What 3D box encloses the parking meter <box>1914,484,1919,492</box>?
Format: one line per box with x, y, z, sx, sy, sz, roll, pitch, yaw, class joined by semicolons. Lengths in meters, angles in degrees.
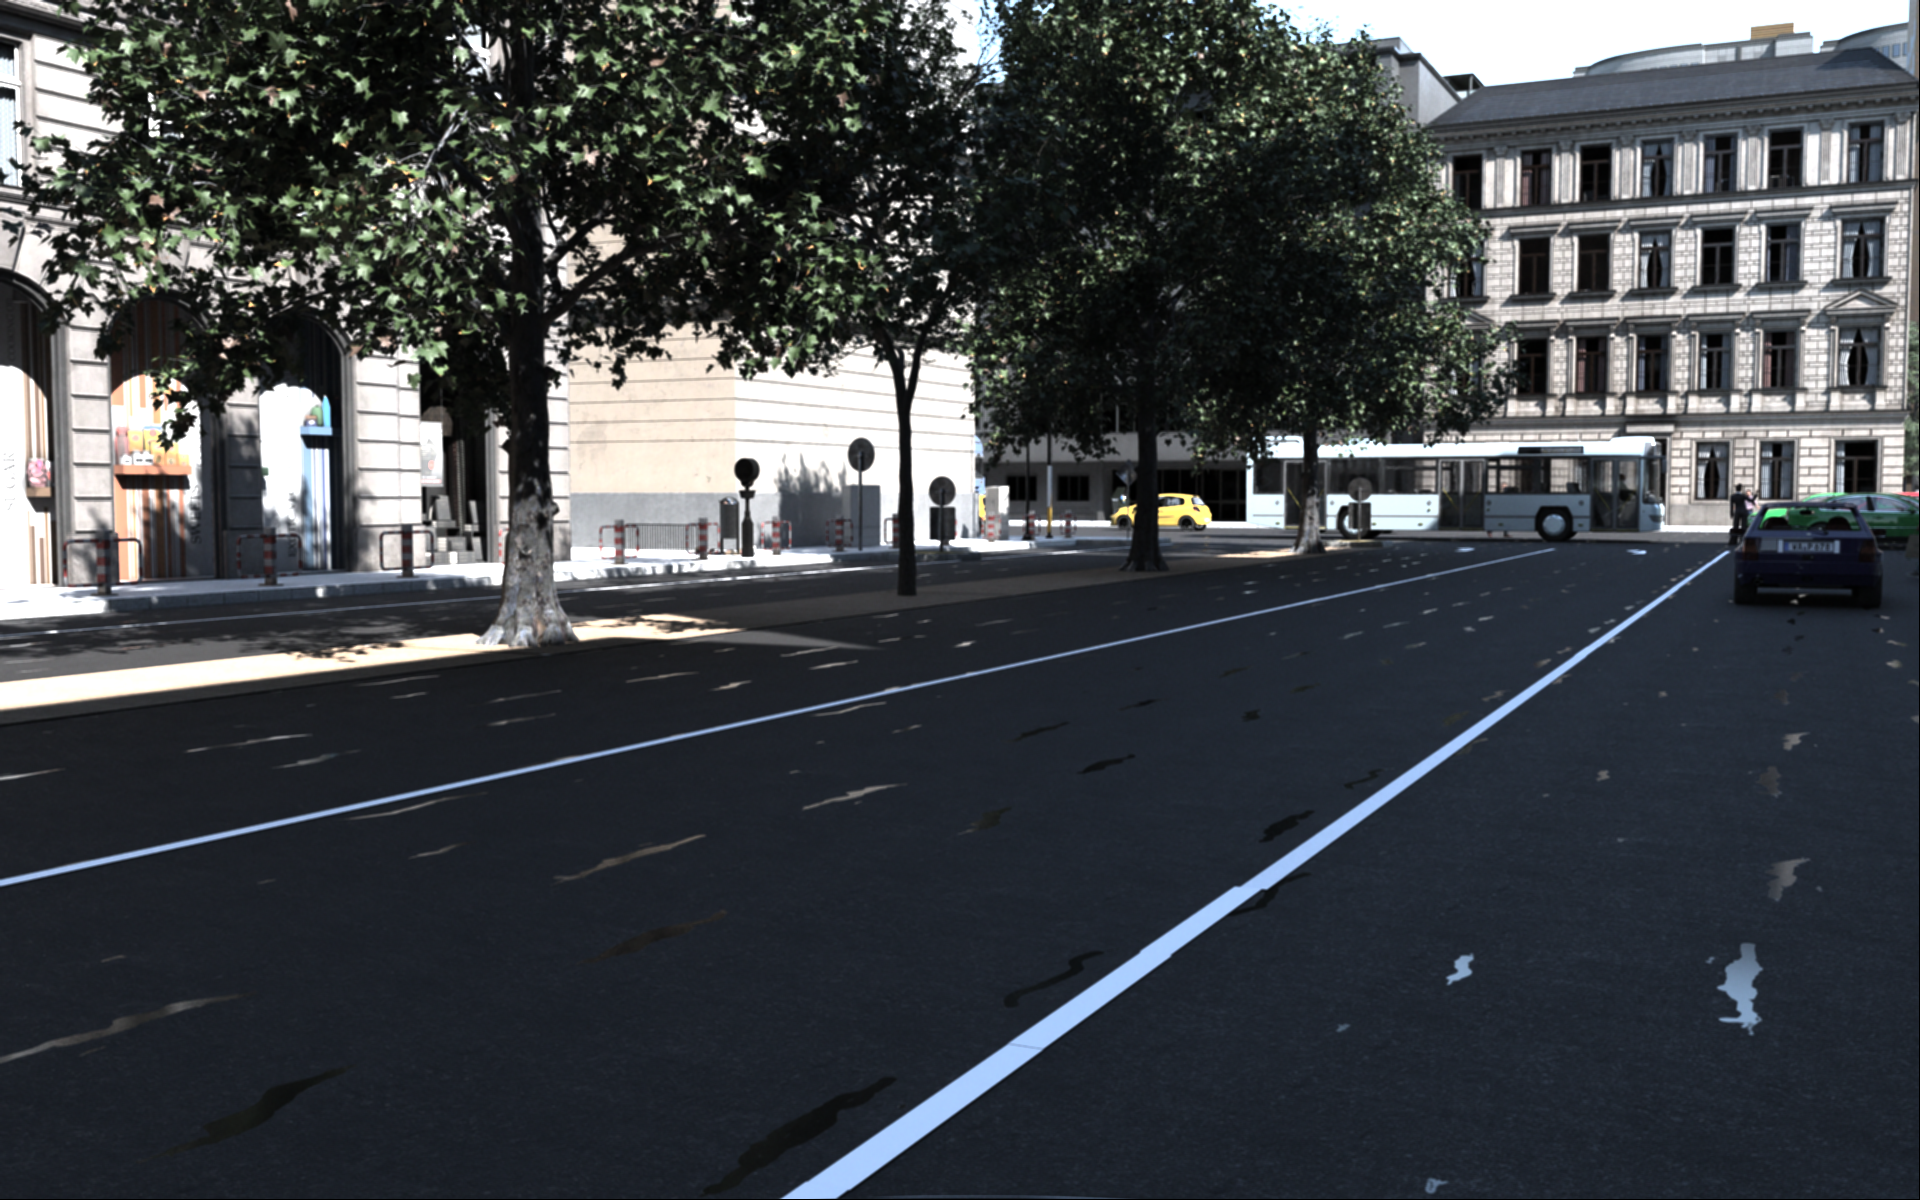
56.762;-5.927;102.614;0.399;1.863;0.255;3;4;38;parking meter

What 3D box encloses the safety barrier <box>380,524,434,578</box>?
-8.479;-0.752;26.570;0.300;0.817;1.120;2;4;26;safety barrier

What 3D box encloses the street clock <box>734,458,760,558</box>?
-4.293;-1.859;34.970;0.471;2.002;0.358;2;4;28;street clock

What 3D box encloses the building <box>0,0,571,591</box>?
-17.774;-11.186;24.699;13.314;21.916;24.055;2;4;26;building

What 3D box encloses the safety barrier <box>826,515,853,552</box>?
-2.668;-1.478;38.434;0.300;0.817;1.120;2;4;26;safety barrier

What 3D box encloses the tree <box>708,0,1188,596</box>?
-0.570;-5.351;24.362;8.767;10.594;7.601;2;4;26;tree

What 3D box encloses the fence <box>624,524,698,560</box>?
-5.956;-1.166;34.441;2.069;0.683;0.278;2;4;34;fence

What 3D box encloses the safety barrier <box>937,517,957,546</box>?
-0.339;-1.767;43.168;0.300;0.817;1.120;2;4;26;safety barrier

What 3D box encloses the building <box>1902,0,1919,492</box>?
80.084;-29.494;132.339;14.600;45.320;14.200;2;4;26;building

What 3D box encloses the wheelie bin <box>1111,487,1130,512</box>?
7.216;-4.270;77.716;0.693;1.594;0.980;-2;4;-29;wheelie bin

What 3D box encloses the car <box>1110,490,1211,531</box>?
7.867;-3.548;68.240;3.980;1.641;2.015;2;4;26;car

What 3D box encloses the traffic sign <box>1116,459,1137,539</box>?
4.825;-2.816;49.676;0.795;2.450;0.064;2;4;26;traffic sign

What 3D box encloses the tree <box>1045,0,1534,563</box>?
8.466;-7.463;41.487;9.611;12.733;9.660;0;3;0;tree

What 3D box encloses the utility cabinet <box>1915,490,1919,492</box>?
55.002;-5.520;98.938;1.173;1.500;0.318;-3;4;-37;utility cabinet

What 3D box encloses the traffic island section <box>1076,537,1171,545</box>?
4.801;-1.680;49.749;2.009;0.180;2.903;2;4;26;traffic island section

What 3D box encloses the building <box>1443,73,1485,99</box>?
52.637;-29.710;169.348;14.154;41.232;14.086;2;4;26;building

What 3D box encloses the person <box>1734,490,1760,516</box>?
28.547;-3.199;62.765;0.963;1.587;0.435;3;4;38;person

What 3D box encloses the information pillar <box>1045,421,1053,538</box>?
2.614;-3.612;50.415;0.183;3.616;0.504;1;4;9;information pillar

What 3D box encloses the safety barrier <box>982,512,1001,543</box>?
0.822;-1.912;45.538;0.300;0.817;1.120;2;4;26;safety barrier

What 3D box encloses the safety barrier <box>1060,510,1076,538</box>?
3.143;-2.202;50.278;0.300;0.817;1.120;2;4;26;safety barrier

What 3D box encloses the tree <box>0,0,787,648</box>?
-4.068;-5.924;16.331;9.611;12.733;9.660;0;3;0;tree

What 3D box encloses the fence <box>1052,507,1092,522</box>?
5.116;-3.893;79.018;2.069;0.683;0.278;2;4;29;fence

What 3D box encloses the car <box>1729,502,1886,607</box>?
11.471;-0.666;23.472;1.945;1.354;3.894;2;4;25;car

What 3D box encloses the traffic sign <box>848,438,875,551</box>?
-2.253;-2.385;39.100;0.768;2.556;0.104;2;4;35;traffic sign

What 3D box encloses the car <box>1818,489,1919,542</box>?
24.075;-2.232;45.285;4.718;1.807;1.959;2;4;28;car

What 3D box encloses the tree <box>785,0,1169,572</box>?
3.513;-6.881;31.977;9.611;12.733;9.660;0;3;0;tree

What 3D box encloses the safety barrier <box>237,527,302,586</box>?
-9.639;-0.607;24.204;0.300;0.817;1.120;2;4;26;safety barrier

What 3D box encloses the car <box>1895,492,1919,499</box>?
27.214;-2.553;50.781;4.494;1.783;2.155;2;4;27;car

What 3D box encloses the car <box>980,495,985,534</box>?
-0.231;-3.287;63.961;3.980;1.641;2.015;2;4;27;car

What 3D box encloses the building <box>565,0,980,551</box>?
-12.148;-16.008;49.121;23.554;28.519;14.401;2;4;26;building

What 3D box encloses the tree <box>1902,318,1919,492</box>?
67.686;-13.199;122.452;9.857;13.997;8.962;0;3;0;tree

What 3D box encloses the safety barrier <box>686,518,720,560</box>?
-4.993;-1.187;33.683;0.300;0.817;1.120;2;4;26;safety barrier

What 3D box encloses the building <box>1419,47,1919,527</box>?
29.619;-12.745;73.012;19.286;19.102;10.561;2;4;26;building

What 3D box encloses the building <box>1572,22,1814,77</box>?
94.134;-41.745;224.536;28.212;58.520;21.231;2;4;26;building

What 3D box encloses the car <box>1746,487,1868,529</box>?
27.898;-2.885;55.967;4.718;1.807;1.959;2;4;27;car

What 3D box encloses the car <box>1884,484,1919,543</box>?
24.858;-2.379;47.692;4.718;1.807;1.959;2;4;28;car

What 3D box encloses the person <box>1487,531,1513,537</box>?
17.895;-2.994;57.366;0.836;1.842;0.656;2;4;23;person

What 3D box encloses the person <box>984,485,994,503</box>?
1.119;-3.021;58.712;0.655;1.722;0.431;1;4;11;person

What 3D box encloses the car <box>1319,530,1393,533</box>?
14.290;-3.116;63.529;3.894;1.354;1.945;2;4;27;car

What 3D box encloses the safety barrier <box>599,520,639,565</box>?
-6.157;-1.042;31.308;0.300;0.817;1.120;2;4;26;safety barrier

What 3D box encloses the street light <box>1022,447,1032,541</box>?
2.355;-4.587;47.541;1.470;5.913;1.316;2;4;26;street light

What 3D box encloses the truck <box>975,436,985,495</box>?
-7.234;-5.015;71.750;18.799;4.110;2.967;2;4;26;truck

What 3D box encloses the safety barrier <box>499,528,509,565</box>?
-7.318;-0.897;28.935;0.300;0.817;1.120;2;4;26;safety barrier

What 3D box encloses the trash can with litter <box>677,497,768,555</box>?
-5.094;-1.580;36.895;2.233;1.210;1.678;3;5;40;trash can with litter

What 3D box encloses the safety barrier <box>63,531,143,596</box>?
-10.798;-0.463;21.838;0.300;0.817;1.120;2;4;26;safety barrier

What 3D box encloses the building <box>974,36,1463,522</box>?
8.706;-16.339;86.212;30.058;24.678;14.314;2;4;26;building

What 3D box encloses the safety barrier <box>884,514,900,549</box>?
-1.504;-1.622;40.797;0.300;0.817;1.120;2;4;26;safety barrier

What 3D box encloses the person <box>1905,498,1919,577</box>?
16.210;-1.253;28.973;0.713;1.824;0.794;3;5;41;person

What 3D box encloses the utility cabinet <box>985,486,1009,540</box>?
1.013;-2.416;48.176;0.318;1.500;1.173;-1;4;-19;utility cabinet

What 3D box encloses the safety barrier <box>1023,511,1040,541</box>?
1.986;-2.057;47.911;0.300;0.817;1.120;2;4;26;safety barrier

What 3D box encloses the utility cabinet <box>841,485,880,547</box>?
-2.399;-2.031;41.878;0.318;1.500;1.173;2;4;34;utility cabinet

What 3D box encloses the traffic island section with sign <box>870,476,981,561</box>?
-0.634;-1.788;37.859;1.989;1.847;2.006;2;4;26;traffic island section with sign

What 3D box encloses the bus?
15.724;-3.617;53.998;13.247;3.499;2.948;2;4;25;bus

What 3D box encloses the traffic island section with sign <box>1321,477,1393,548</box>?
10.723;-2.384;47.122;2.006;1.907;1.989;2;4;26;traffic island section with sign

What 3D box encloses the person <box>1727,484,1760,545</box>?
22.031;-2.409;48.685;0.742;1.727;0.445;0;4;4;person

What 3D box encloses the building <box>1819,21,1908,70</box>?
119.873;-40.950;211.531;28.212;58.520;21.231;2;4;26;building

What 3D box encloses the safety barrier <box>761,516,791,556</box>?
-3.822;-1.333;36.066;0.300;0.817;1.120;2;4;26;safety barrier
